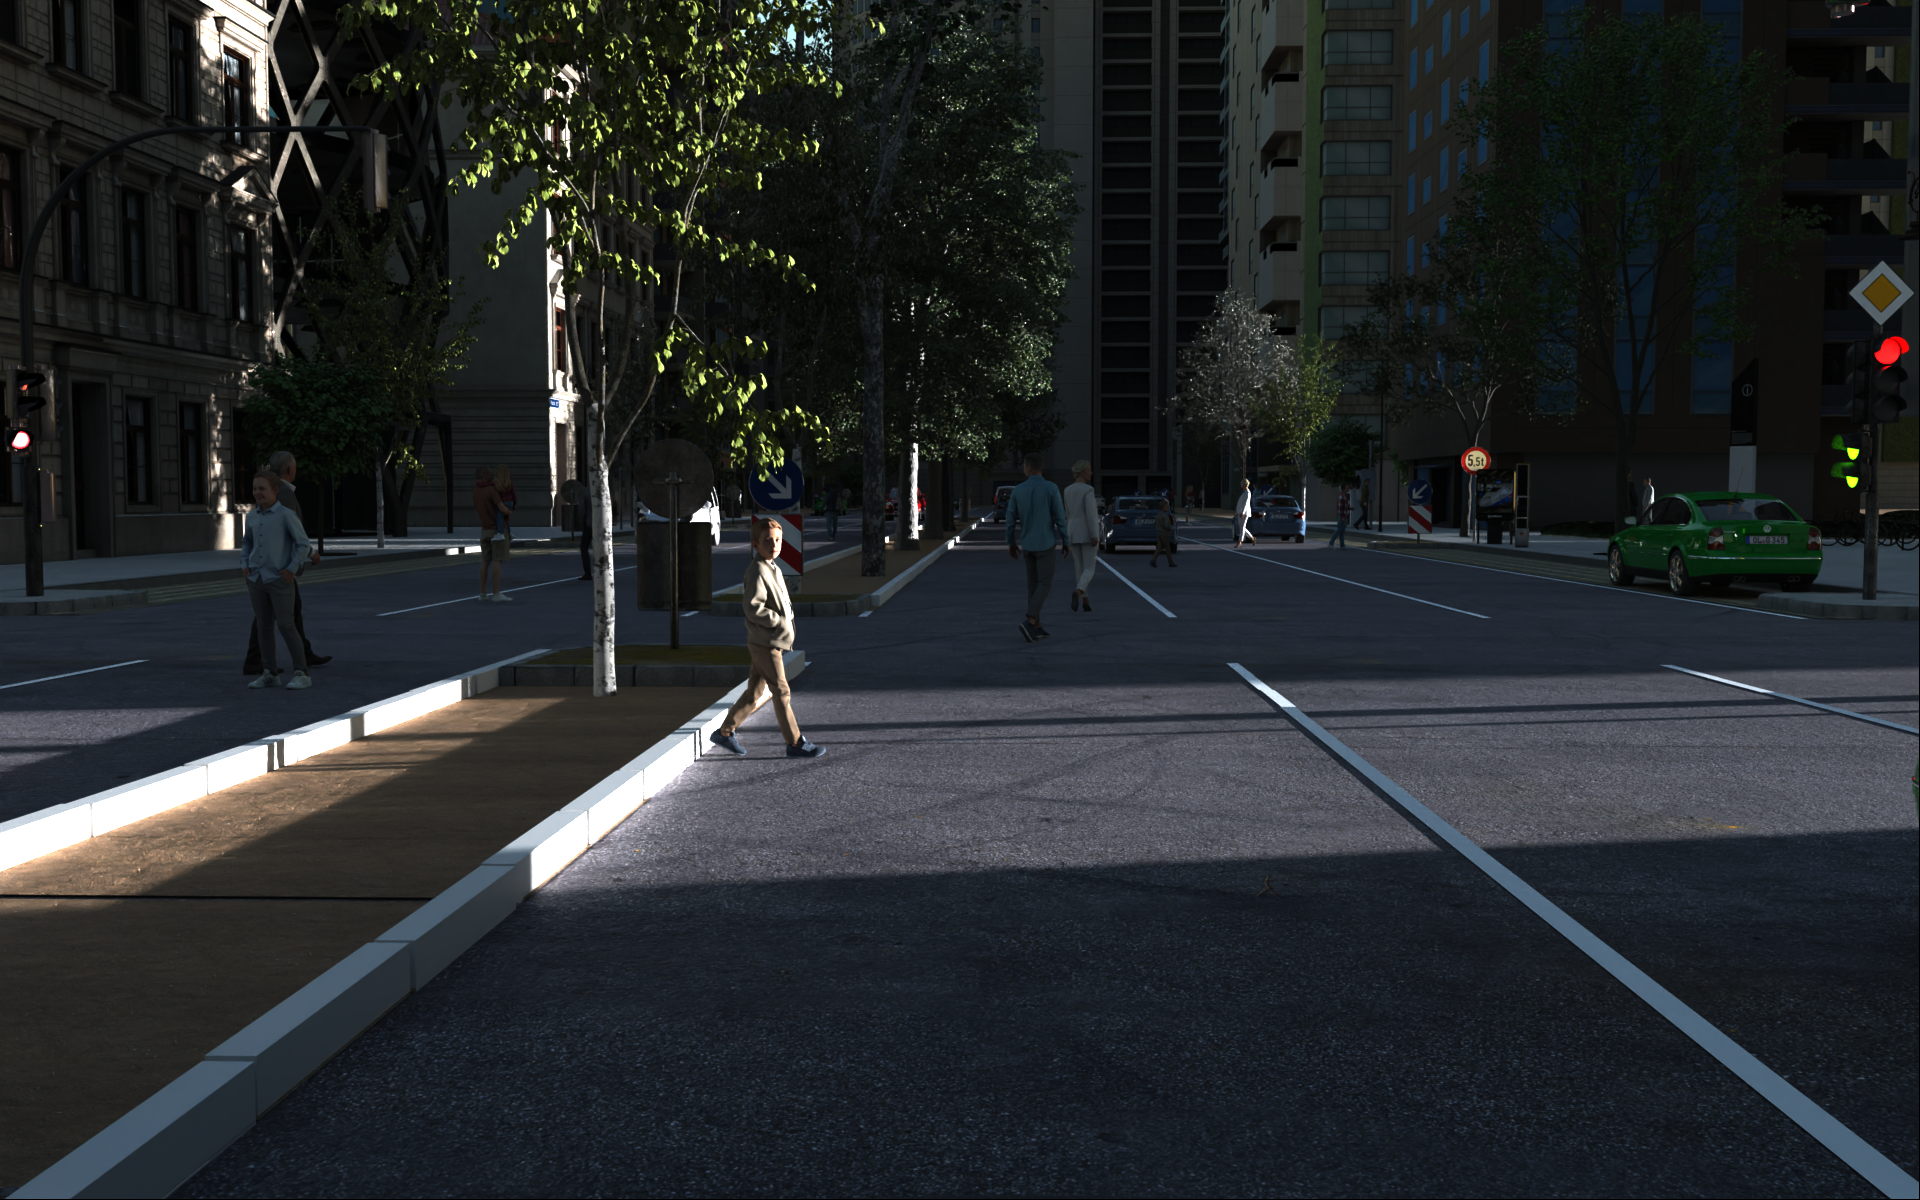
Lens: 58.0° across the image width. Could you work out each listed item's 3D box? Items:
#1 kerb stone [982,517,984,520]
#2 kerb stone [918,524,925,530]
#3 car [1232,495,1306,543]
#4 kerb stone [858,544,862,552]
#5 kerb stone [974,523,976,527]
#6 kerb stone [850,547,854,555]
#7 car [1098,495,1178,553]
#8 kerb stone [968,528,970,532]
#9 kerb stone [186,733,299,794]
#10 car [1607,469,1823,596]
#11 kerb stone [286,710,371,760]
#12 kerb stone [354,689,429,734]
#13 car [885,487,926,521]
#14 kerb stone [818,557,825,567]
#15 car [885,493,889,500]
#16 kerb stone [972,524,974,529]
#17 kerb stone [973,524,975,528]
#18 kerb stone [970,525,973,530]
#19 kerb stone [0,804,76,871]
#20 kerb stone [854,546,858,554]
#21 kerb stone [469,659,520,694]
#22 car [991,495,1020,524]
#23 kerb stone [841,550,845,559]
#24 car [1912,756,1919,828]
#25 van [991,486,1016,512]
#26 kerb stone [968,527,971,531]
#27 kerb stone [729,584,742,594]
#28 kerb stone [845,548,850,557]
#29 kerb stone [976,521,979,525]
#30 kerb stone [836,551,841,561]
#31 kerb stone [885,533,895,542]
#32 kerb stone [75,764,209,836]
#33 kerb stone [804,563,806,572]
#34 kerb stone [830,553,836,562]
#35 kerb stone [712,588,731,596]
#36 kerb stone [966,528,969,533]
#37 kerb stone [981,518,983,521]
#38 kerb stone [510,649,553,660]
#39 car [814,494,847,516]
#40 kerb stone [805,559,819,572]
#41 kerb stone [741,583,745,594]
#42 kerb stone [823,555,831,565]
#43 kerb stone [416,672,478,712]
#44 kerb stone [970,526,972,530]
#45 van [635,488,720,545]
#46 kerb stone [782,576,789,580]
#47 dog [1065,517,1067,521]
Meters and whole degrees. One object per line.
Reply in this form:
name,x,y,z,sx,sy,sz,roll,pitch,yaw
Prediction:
kerb stone,1.006,-3.967,87.057,0.120,0.150,1.000,0,4,2
kerb stone,-1.585,-3.031,71.782,0.120,0.150,1.000,0,4,2
car,9.242,-2.442,51.934,2.014,1.417,4.499,0,4,2
kerb stone,-2.545,-1.213,42.032,0.120,0.150,1.000,0,4,2
kerb stone,0.480,-2.964,70.660,0.120,0.150,1.000,0,4,2
kerb stone,-2.607,-1.088,39.986,0.120,0.150,1.000,0,4,2
car,4.396,-1.901,43.088,2.014,1.417,4.499,0,4,1
kerb stone,0.182,-2.400,61.428,0.120,0.150,1.000,0,4,2
kerb stone,-3.608,0.824,8.719,0.120,0.150,1.000,0,4,2
car,10.947,-1.017,25.433,1.959,1.807,4.718,0,4,3
kerb stone,-3.575,0.769,9.740,0.120,0.150,1.000,0,4,2
kerb stone,-3.544,0.703,10.762,0.120,0.150,1.000,0,4,2
car,-2.980,-5.180,93.361,2.281,1.827,5.304,0,4,3
kerb stone,-2.803,-0.712,33.844,0.120,0.150,1.000,0,4,2
car,-5.485,-7.126,125.551,2.155,1.783,4.494,0,4,1
kerb stone,0.382,-2.777,67.594,0.120,0.150,1.000,0,4,2
kerb stone,0.412,-2.839,68.616,0.120,0.150,1.000,0,4,2
kerb stone,0.314,-2.650,65.528,0.120,0.150,1.000,0,4,2
kerb stone,-3.680,0.949,6.675,0.120,0.150,1.000,0,4,2
kerb stone,-2.573,-1.149,41.008,0.120,0.150,1.000,0,4,2
kerb stone,-3.478,0.574,12.813,0.120,0.150,1.000,0,4,2
car,2.540,-4.474,85.145,2.014,1.417,4.499,0,4,1
kerb stone,-2.675,-0.963,37.943,0.120,0.150,1.000,0,4,2
car,3.690,0.329,3.412,1.959,1.807,4.718,0,4,3
van,2.678,-5.352,94.513,2.013,2.044,4.112,0,4,2
kerb stone,0.218,-2.461,62.457,0.120,0.150,1.000,0,4,2
kerb stone,-3.137,-0.079,23.585,0.120,0.150,1.000,0,4,2
kerb stone,-2.639,-1.024,38.965,0.120,0.150,1.000,0,4,2
kerb stone,0.640,-3.277,75.781,0.120,0.150,1.000,0,4,2
kerb stone,-2.702,-0.900,36.916,0.120,0.150,1.000,0,4,2
kerb stone,-2.178,-1.904,53.323,0.120,0.150,1.000,0,4,2
kerb stone,-3.644,0.892,7.697,0.120,0.150,1.000,0,4,2
kerb stone,-2.902,-0.524,30.764,0.120,0.150,1.000,0,4,2
kerb stone,-2.737,-0.838,35.889,0.120,0.150,1.000,0,4,2
kerb stone,-3.162,-0.022,22.559,0.120,0.150,1.000,0,4,2
kerb stone,0.159,-2.336,60.396,0.120,0.150,1.000,0,4,2
kerb stone,0.916,-3.774,83.969,0.120,0.150,1.000,0,4,2
kerb stone,-3.445,0.513,13.841,0.120,0.150,1.000,0,4,2
car,-8.540,-6.464,114.474,1.959,1.807,4.718,0,4,3
kerb stone,-2.841,-0.650,32.817,0.120,0.150,1.000,0,4,2
kerb stone,-3.093,-0.147,24.606,0.120,0.150,1.000,0,4,2
kerb stone,-2.762,-0.775,34.865,0.120,0.150,1.000,0,4,2
kerb stone,-3.515,0.637,11.783,0.120,0.150,1.000,0,4,2
kerb stone,0.289,-2.588,64.506,0.120,0.150,1.000,0,4,2
van,-7.634,-2.444,46.976,2.013,2.044,4.112,0,4,3
kerb stone,-2.931,-0.459,29.742,0.120,0.150,1.000,0,4,2
dog,5.066,-3.878,82.693,0.540,0.507,0.406,-2,4,-29
